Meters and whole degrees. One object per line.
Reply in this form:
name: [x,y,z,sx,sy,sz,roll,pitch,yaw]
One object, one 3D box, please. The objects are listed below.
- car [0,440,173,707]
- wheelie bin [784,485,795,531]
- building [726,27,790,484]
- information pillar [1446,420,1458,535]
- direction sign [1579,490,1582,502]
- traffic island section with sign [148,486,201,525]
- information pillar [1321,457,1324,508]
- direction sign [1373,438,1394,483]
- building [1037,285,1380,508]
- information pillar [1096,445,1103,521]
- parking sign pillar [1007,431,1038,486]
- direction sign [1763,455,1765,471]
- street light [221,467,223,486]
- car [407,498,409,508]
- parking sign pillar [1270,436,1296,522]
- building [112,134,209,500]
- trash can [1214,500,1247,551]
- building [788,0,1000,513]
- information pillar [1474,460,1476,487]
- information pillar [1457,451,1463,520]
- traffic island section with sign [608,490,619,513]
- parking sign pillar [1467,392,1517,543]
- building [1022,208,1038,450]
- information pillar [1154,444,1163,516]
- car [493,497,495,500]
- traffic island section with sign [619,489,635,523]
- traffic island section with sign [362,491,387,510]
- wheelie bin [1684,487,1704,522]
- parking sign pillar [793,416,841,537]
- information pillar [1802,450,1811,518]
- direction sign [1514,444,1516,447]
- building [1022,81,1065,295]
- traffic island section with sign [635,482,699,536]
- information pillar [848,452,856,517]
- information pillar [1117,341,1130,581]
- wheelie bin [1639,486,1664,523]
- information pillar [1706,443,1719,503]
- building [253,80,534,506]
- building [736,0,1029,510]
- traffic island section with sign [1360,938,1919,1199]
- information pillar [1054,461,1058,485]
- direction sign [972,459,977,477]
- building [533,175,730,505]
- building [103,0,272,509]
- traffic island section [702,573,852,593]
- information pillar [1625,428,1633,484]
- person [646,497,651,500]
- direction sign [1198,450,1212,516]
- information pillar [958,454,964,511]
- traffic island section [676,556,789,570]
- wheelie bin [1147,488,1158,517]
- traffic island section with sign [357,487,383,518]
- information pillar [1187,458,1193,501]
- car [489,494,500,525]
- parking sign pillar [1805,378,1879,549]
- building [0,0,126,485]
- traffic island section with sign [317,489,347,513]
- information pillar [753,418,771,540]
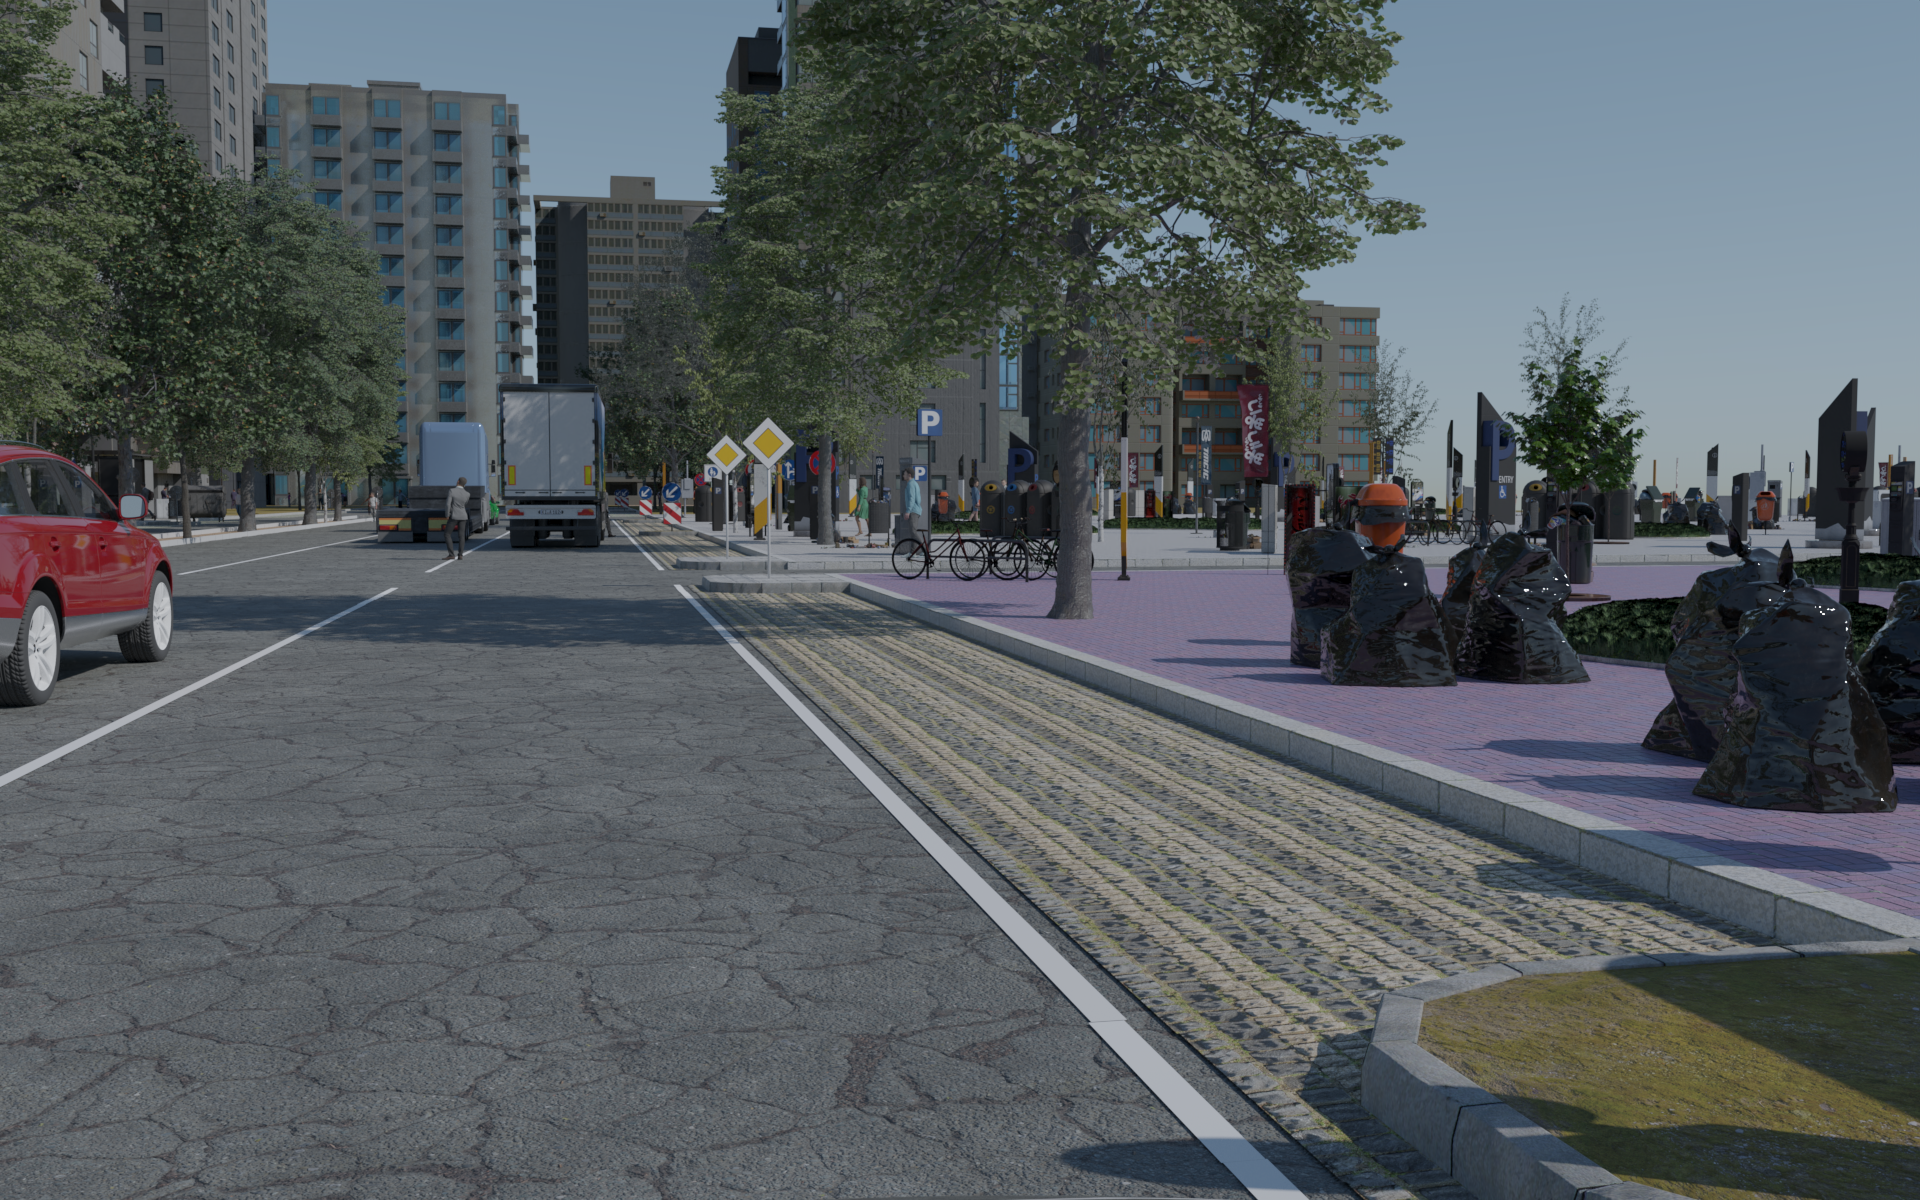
car: [-7.500,-0.266,13.028,2.281,1.827,5.304,-1,4,-11]
wheelie bin: [-5.571,-3.157,59.524,0.980,1.594,0.693,1,4,13]
building: [-15.157,-31.732,168.932,14.600,45.320,14.200,-1,4,-12]
information pillar: [15.490,-3.881,54.809,0.183,3.616,0.504,0,4,4]
direction sign: [16.878,-3.369,47.078,0.876,3.537,0.379,3,5,43]
traffic island section with sign: [-36.247,-4.367,80.020,1.989,1.847,2.006,-1,4,-12]
information pillar: [22.179,-7.006,105.895,0.183,3.616,0.504,0,4,4]
direction sign: [17.045,-4.760,69.821,0.876,3.537,0.379,-1,4,-8]
building: [21.799,-19.935,170.978,28.899,21.520,27.650,-1,4,-12]
information pillar: [6.657,-5.567,82.381,0.183,3.616,0.504,2,4,35]
parking sign pillar: [2.658,-5.205,73.567,1.447,3.967,1.447,2,4,26]
direction sign: [46.932,-6.688,101.339,0.379,3.537,0.876,1,4,13]
street light: [-43.388,-7.886,101.725,0.468,5.910,1.993,-1,4,-12]
car: [-51.748,-9.368,165.167,2.014,1.417,4.499,-1,4,-14]
parking sign pillar: [14.956,-5.609,80.171,1.447,3.967,1.447,-3,5,-39]
building: [-67.135,-22.118,133.336,14.160,30.474,14.107,-1,4,-12]
trash can: [6.118,-1.688,39.256,0.748,1.137,0.748,0,3,0]
building: [-5.378,-26.923,123.780,14.154,41.232,14.086,-1,4,-12]
information pillar: [35.259,-7.767,118.345,0.183,3.616,0.504,3,5,40]
information pillar: [24.617,-5.771,85.718,0.504,3.616,0.183,2,4,31]
traffic island section with sign: [-26.084,-7.671,134.042,1.989,1.847,2.006,-1,4,-12]
parking sign pillar: [14.275,-3.525,46.102,1.447,3.967,1.447,-3,5,-41]
building: [-0.683,-24.542,172.964,14.107,30.474,14.160,-1,4,-12]
information pillar: [9.395,-5.533,81.826,0.183,3.616,0.504,-3,5,-43]
car: [-46.950,-9.924,171.048,1.959,1.807,4.718,-1,4,-13]
traffic island section with sign: [-15.791,-4.748,86.251,1.989,1.847,2.006,-1,4,-12]
traffic island section with sign: [-52.506,-8.979,155.438,1.989,1.847,2.006,-1,4,-12]
wheelie bin: [34.170,-4.449,80.651,0.693,1.594,0.980,-2,4,-24]
parking sign pillar: [-4.317,-3.896,52.171,1.447,3.967,1.447,1,4,10]
information pillar: [44.864,-6.140,91.741,0.183,3.616,0.504,0,4,4]
direction sign: [23.675,-5.060,74.725,0.379,3.537,0.876,-1,4,-21]
building: [-0.954,-38.595,220.260,27.495,52.752,28.713,-1,4,-12]
traffic island section with sign: [-10.098,-3.134,59.861,1.989,1.847,2.006,-1,4,-12]
information pillar: [-6.018,-6.450,96.814,0.504,3.616,0.183,-3,5,-41]
information pillar: [2.432,-2.095,25.609,0.183,3.616,0.504,0,4,7]
wheelie bin: [26.339,-3.557,66.065,0.980,1.594,0.693,-2,4,-32]
information pillar: [34.659,-5.408,79.772,0.504,3.616,0.183,2,4,29]
building: [-65.949,-35.724,203.702,30.456,49.044,23.786,-1,4,-12]
building: [-6.848,-50.974,146.100,22.319,86.520,31.000,-1,4,-12]
traffic island section with sign: [1.994,0.297,3.776,1.989,1.847,2.006,-1,4,-12]
information pillar: [6.169,-7.240,109.722,0.183,3.616,0.504,-3,5,-39]
direction sign: [0.923,-7.329,111.827,0.379,3.537,0.876,-1,4,-21]
building: [-40.360,-31.961,214.448,23.993,40.220,32.217,-1,4,-12]
building: [-90.531,-46.340,195.906,20.611,71.187,20.563,-1,4,-12]
traffic island section: [-2.850,-0.244,26.268,2.009,0.180,2.903,-1,4,-12]
information pillar: [23.625,-4.287,61.445,0.183,3.616,0.504,-2,4,-33]
person: [-33.040,-10.807,182.670,0.705,1.831,1.348,-3,5,-39]
direction sign: [12.488,-5.914,88.691,0.876,3.537,0.379,-1,4,-21]
information pillar: [0.081,-6.693,100.788,0.183,3.616,0.504,-2,4,-34]
traffic island section: [-4.533,-0.721,34.074,2.009,0.180,2.903,-1,4,-12]
wheelie bin: [10.693,-5.404,96.268,0.980,1.594,0.693,2,4,30]
traffic island section with sign: [-35.068,-5.865,104.029,2.006,1.907,1.989,-1,4,-12]
information pillar: [15.039,-7.444,113.069,0.504,3.616,0.183,-3,5,-39]
car: [-22.525,-4.406,80.831,1.959,1.807,4.718,-1,4,-11]
parking sign pillar: [20.860,-3.213,40.997,1.447,3.967,1.447,0,4,-6]
building: [-70.344,-31.885,110.562,28.713,52.752,27.495,-1,4,-12]
traffic island section with sign: [-46.828,-7.367,129.085,1.989,1.847,2.006,-1,4,-12]
information pillar: [-5.502,-3.474,48.151,0.504,3.616,0.183,0,4,-8]
